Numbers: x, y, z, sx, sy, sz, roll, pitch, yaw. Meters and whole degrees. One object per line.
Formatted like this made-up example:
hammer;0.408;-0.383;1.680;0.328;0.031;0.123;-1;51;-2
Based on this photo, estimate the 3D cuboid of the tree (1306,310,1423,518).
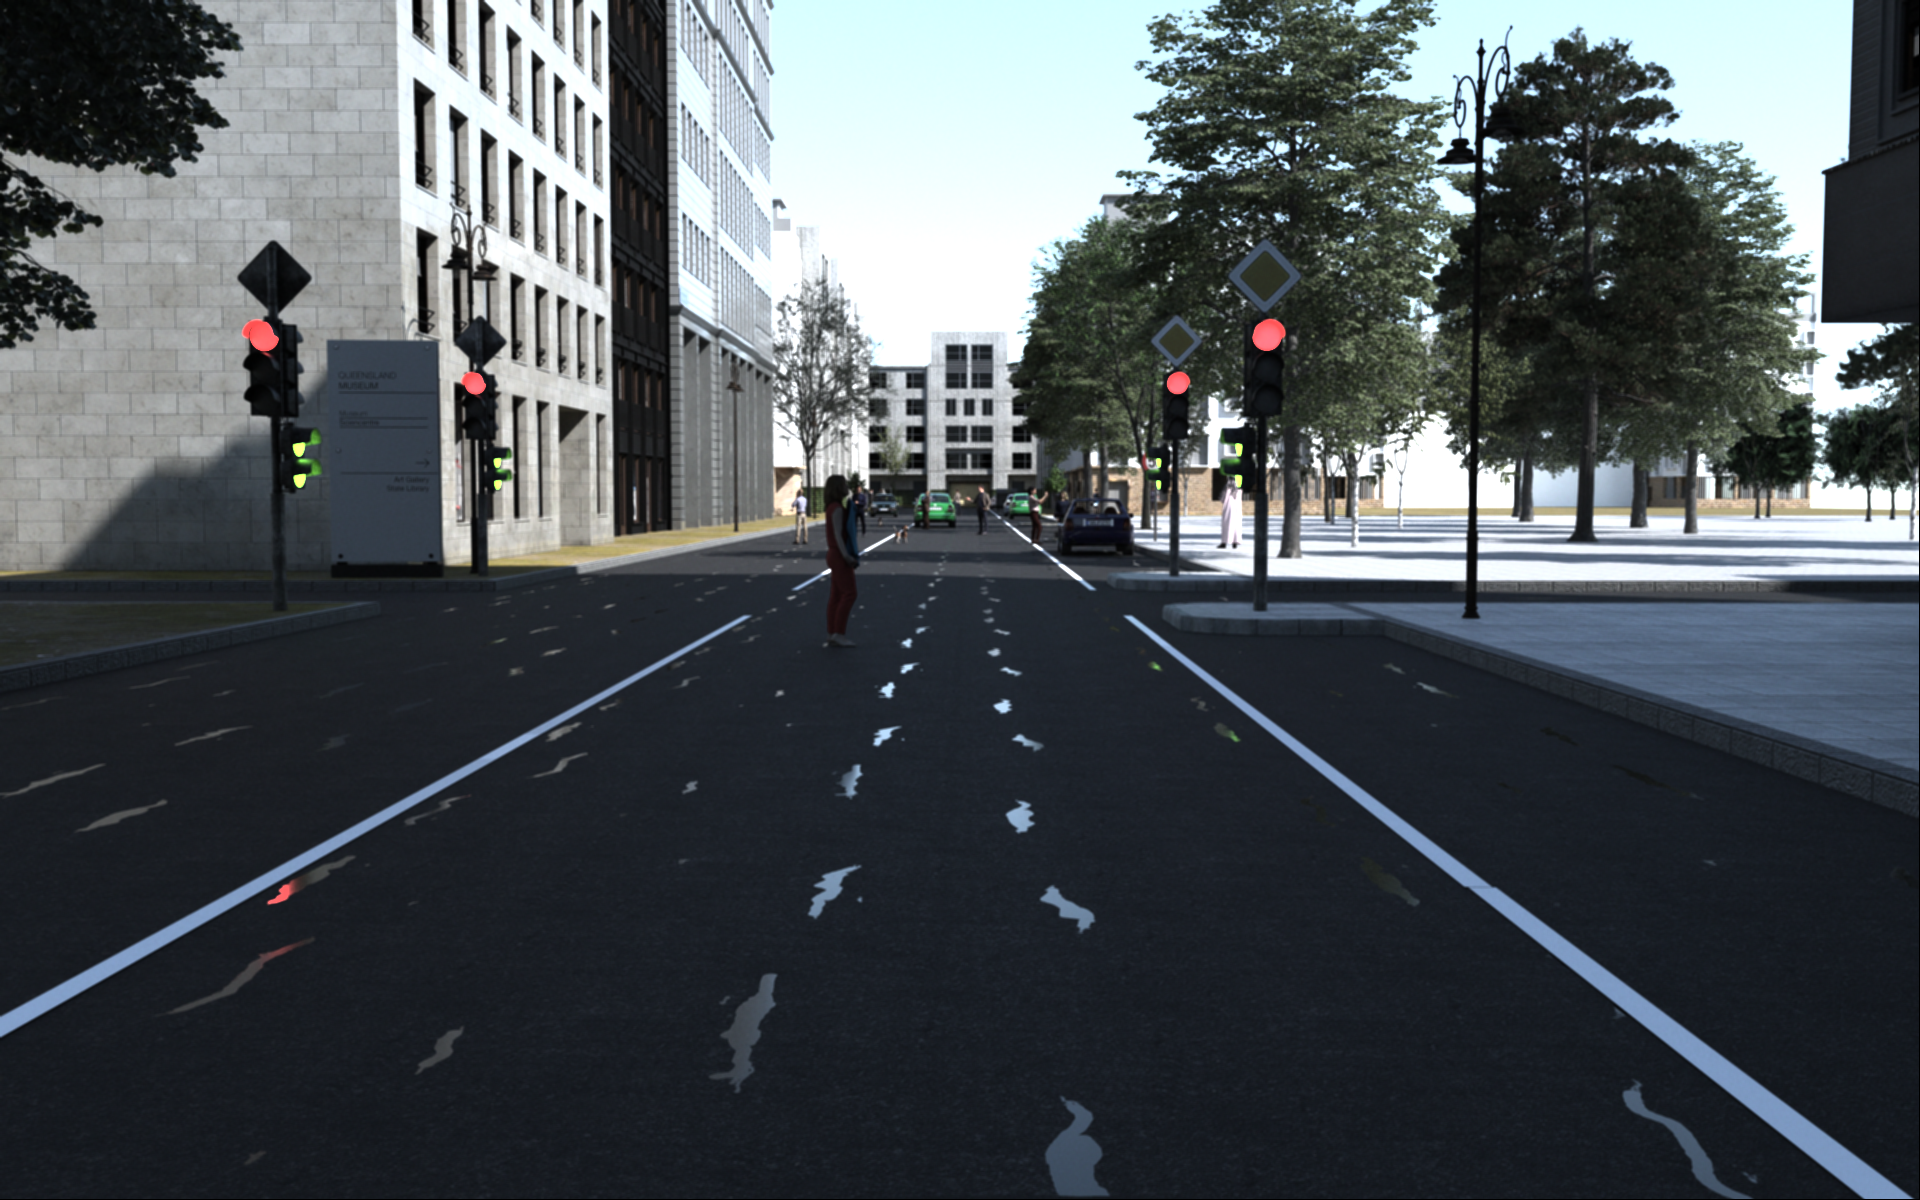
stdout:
tree;20.556;-10.163;91.921;9.928;11.665;9.643;0;3;0

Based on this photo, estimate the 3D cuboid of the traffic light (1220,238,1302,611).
traffic light;3.284;-1.816;18.935;0.839;4.213;0.868;0;4;0

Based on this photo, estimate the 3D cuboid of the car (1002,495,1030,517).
car;3.660;-6.013;110.317;2.014;1.417;4.499;0;4;1

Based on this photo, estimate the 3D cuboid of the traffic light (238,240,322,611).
traffic light;-7.477;-1.818;18.975;0.839;4.213;0.868;0;4;0

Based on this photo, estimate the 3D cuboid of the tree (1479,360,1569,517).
tree;30.953;-10.630;95.858;6.751;12.117;7.091;0;3;0

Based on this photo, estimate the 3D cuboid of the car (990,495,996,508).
car;3.996;-9.939;174.860;2.083;1.381;4.827;0;4;1

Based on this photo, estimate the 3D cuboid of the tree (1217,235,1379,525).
tree;9.123;-5.968;47.935;4.737;8.622;4.395;0;3;0

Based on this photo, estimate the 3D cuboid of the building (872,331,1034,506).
building;-3.178;-20.168;196.212;31.486;18.905;16.747;0;4;0

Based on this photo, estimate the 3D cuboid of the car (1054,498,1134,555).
car;3.248;-1.792;41.875;1.945;1.354;3.894;0;4;2

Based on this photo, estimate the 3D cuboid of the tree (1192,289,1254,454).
tree;9.495;-6.336;53.958;4.360;8.622;3.978;0;3;0

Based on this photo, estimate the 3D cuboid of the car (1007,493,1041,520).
car;3.685;-5.505;98.796;1.959;1.807;4.718;0;4;1

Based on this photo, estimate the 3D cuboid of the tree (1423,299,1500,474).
tree;26.318;-10.583;79.682;9.857;13.997;8.962;0;3;0

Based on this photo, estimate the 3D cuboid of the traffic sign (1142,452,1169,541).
traffic sign;5.329;-2.879;47.179;0.768;2.556;0.104;0;4;6

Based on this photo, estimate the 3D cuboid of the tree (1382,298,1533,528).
tree;16.655;-6.481;56.326;4.737;8.622;4.395;0;3;0

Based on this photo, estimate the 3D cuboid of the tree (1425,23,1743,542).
tree;16.621;-8.473;45.962;7.806;13.903;7.818;0;3;0

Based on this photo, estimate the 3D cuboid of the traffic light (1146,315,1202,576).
traffic light;3.325;-2.304;26.920;0.839;4.213;0.868;0;4;0

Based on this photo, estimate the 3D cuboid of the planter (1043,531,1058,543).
planter;3.489;-1.878;51.850;1.991;0.319;1.994;0;4;0

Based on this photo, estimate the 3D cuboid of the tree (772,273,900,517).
tree;-8.441;-11.391;96.616;12.009;13.543;11.850;0;3;0

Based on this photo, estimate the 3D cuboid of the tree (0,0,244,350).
tree;-7.970;-6.353;10.527;9.857;13.997;8.962;0;3;0

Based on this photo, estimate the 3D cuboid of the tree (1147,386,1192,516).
tree;12.889;-9.124;99.533;4.360;8.622;3.978;0;3;0

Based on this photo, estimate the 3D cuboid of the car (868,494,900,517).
car;-4.756;-6.056;108.803;2.009;1.686;4.222;0;4;-1

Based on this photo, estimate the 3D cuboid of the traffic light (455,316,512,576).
traffic light;-7.436;-2.307;26.960;0.839;4.213;0.868;0;4;0

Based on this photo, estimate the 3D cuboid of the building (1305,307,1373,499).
building;29.526;-21.895;201.957;32.646;21.610;27.936;0;4;0

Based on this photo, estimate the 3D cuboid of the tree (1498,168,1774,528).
tree;25.782;-9.724;65.640;9.857;13.997;8.962;0;3;0

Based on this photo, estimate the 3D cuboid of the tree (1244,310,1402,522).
tree;16.360;-8.802;78.327;7.601;10.594;8.767;0;4;8

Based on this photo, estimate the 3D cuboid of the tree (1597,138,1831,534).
tree;23.864;-8.398;55.439;7.486;12.596;7.792;0;3;0

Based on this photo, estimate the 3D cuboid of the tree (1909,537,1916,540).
tree;26.976;-6.002;48.489;4.360;8.622;3.978;0;3;0

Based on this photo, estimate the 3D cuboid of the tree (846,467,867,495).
tree;-7.249;-7.750;121.307;1.663;3.219;1.824;0;3;0

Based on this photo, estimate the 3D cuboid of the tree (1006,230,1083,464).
tree;5.657;-9.438;72.432;7.486;12.596;7.792;0;3;0

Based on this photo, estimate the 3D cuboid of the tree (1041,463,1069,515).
tree;6.025;-7.074;110.259;1.663;3.219;1.824;0;3;0

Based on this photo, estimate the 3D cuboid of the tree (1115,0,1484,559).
tree;6.574;-7.134;34.769;7.486;12.596;7.792;0;3;0

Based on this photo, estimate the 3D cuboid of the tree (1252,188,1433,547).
tree;9.509;-5.592;41.791;4.360;8.622;3.978;0;3;0

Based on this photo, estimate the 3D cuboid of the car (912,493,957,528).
car;-1.101;-4.060;75.176;1.959;1.807;4.718;0;4;-1

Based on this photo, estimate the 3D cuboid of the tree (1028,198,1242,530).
tree;6.582;-8.346;62.205;9.928;11.665;9.643;0;3;0

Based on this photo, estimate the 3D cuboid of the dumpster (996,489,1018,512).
dumpster;3.836;-8.172;141.829;1.865;1.857;1.264;0;4;2

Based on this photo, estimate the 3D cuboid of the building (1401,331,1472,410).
building;62.143;-20.140;195.742;31.486;18.905;16.747;0;4;0

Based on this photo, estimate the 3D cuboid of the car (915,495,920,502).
car;-3.400;-9.748;171.738;2.083;1.381;4.827;0;4;0

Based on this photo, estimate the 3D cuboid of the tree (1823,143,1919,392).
tree;18.891;-6.625;30.376;6.751;12.117;7.091;0;3;0

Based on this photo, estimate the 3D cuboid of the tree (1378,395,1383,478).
tree;16.659;-7.020;65.142;4.737;8.622;4.395;0;3;0

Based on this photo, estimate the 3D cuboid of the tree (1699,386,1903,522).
tree;43.761;-7.661;88.162;11.467;7.101;20.602;-1;4;-13

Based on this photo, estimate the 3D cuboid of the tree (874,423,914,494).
tree;-6.907;-13.995;179.179;4.737;8.622;4.395;0;3;0

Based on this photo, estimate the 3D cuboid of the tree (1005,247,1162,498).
tree;6.319;-10.930;86.129;7.806;13.903;7.818;0;3;0
